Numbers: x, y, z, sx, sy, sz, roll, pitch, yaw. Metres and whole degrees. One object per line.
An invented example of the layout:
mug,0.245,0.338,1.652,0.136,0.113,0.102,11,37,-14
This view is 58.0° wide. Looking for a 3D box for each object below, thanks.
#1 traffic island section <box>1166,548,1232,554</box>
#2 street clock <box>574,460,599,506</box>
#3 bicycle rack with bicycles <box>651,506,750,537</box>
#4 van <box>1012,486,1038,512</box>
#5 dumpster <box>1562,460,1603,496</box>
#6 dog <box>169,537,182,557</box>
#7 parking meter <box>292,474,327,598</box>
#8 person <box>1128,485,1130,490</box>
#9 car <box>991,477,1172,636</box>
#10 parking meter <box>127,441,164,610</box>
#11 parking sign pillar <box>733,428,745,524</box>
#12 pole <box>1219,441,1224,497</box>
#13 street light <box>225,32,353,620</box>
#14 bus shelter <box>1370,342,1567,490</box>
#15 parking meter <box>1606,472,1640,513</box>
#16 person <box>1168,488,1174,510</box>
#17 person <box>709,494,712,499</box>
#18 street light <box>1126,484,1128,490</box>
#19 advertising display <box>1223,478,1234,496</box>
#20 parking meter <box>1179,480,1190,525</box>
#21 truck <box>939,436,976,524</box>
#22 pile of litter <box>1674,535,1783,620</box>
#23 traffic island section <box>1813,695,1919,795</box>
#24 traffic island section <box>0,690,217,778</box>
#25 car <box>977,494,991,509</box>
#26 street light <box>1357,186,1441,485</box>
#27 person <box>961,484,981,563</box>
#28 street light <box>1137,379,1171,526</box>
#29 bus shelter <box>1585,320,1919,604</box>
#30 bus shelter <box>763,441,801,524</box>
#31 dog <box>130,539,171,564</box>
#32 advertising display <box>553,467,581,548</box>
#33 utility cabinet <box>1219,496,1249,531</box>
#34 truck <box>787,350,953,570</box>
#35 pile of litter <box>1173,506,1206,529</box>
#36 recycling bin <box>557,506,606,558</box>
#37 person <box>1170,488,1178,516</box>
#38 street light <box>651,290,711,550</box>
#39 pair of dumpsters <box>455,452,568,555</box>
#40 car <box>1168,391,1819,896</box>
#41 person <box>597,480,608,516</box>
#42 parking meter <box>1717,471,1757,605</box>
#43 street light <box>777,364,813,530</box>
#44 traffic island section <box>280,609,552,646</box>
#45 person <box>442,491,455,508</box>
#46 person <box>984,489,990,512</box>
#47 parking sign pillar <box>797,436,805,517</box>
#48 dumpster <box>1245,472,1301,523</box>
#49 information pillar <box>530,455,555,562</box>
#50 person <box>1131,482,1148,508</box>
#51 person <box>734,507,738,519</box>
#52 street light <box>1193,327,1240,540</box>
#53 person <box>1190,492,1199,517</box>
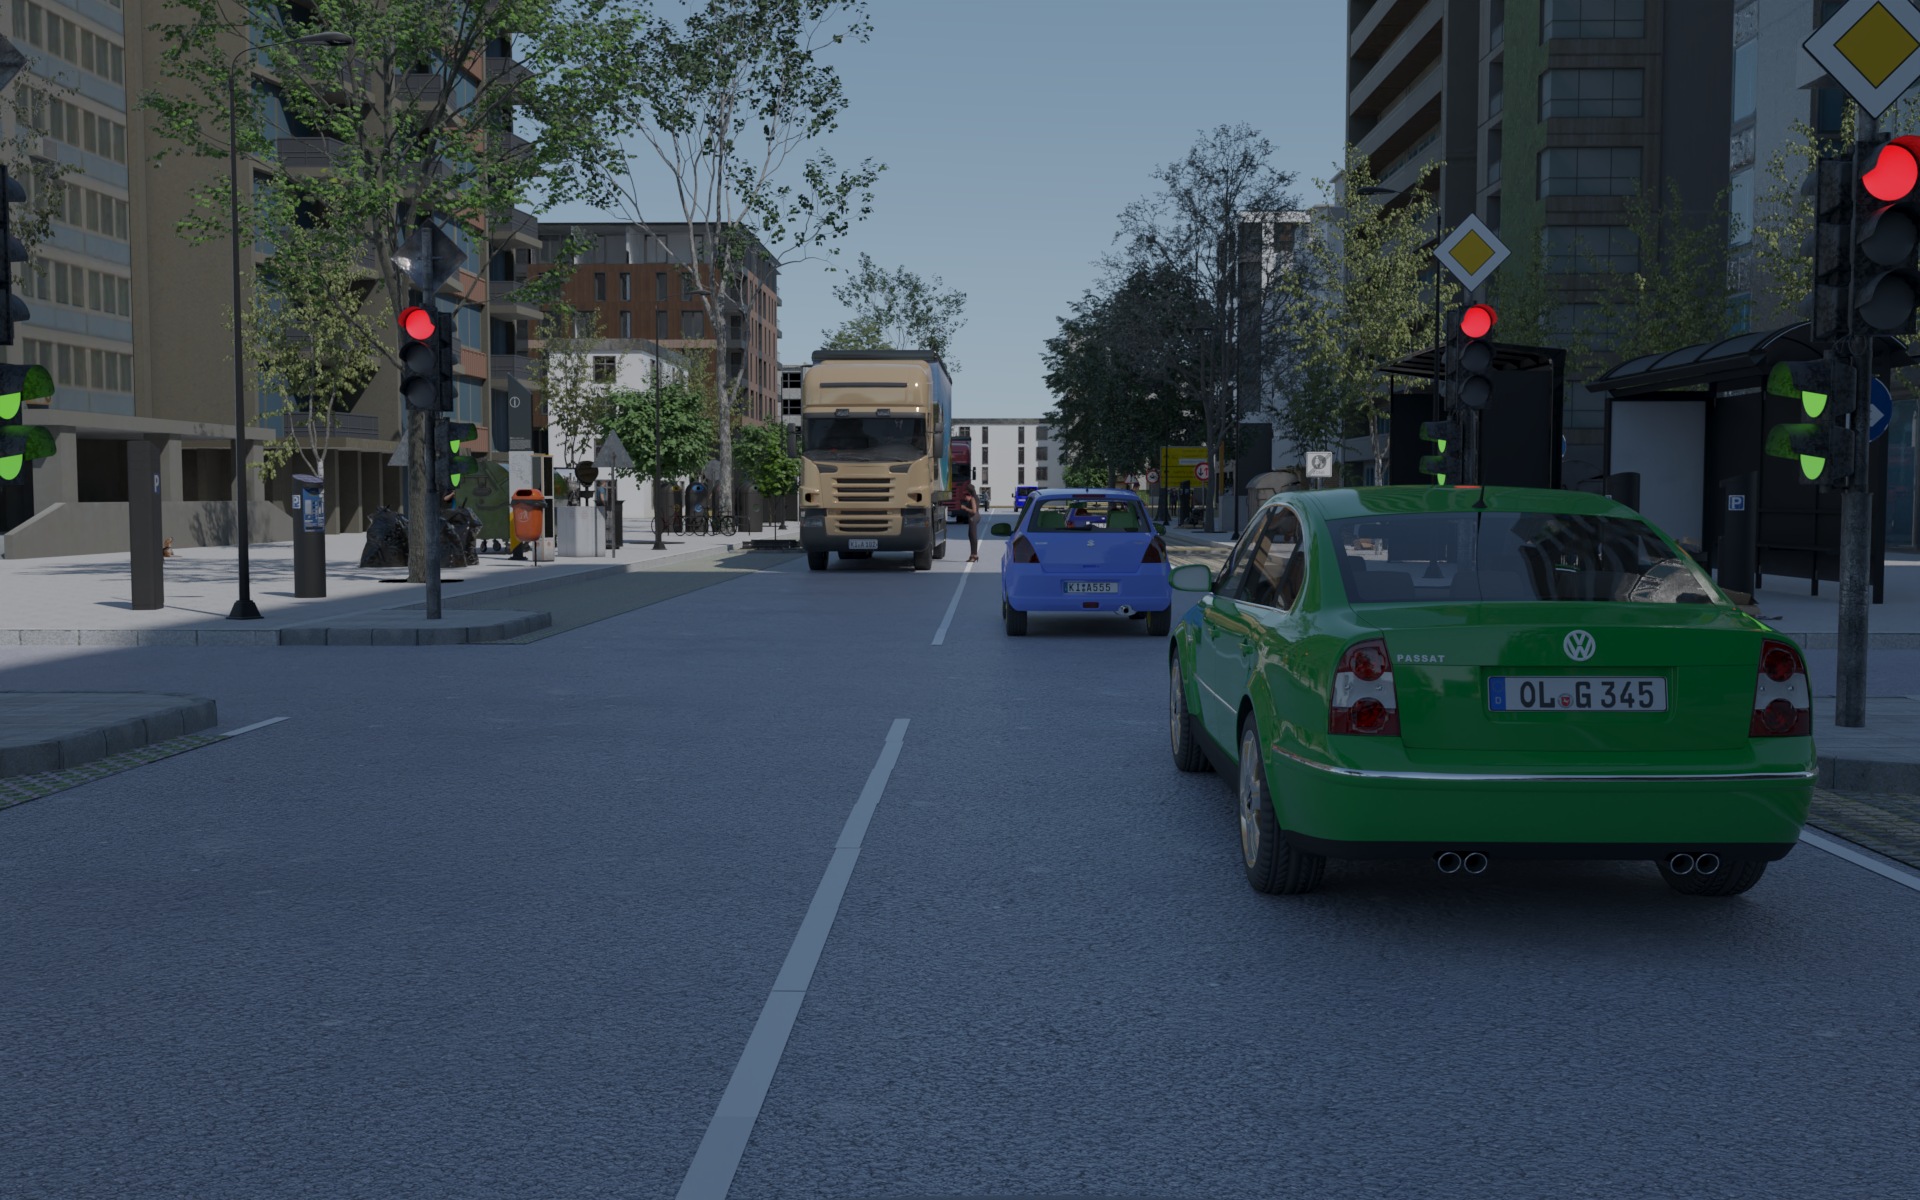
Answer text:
traffic island section,5.700,-1.184,42.222,1.991,0.108,1.994,0,4,1
street clock,-8.057,-2.009,37.414,0.471,2.002,0.358,-2,4,-31
bicycle rack with bicycles,-7.721,-2.434,53.183,2.925,0.926,2.852,3,5,44
van,5.290,-8.206,138.554,2.240,2.365,5.245,0,4,0
dumpster,10.529,-1.515,30.531,1.264,1.857,1.865,0,4,1
dog,-16.174,-1.068,35.190,0.550,0.427,0.748,-3,5,-39
parking meter,-8.060,-0.797,21.450,0.372,1.533,0.369,0,3,0
person,10.101,-5.978,103.727,0.705,1.831,1.348,0,4,3
car,1.304,-0.563,18.796,1.945,1.707,3.694,0,4,0
parking meter,-9.047,-0.828,19.248,0.255,1.863,0.399,-1,4,-9
parking sign pillar,-8.994,-5.080,71.533,1.447,3.967,1.447,0,4,6
pole,10.027,-4.441,66.448,0.158,3.312,0.155,0,3,0
street light,-6.808,-2.756,17.601,1.470,5.913,1.316,0,4,1
bus shelter,8.400,-2.318,29.185,1.731,3.624,6.357,0,4,1
parking meter,7.679,-0.715,20.098,0.372,1.533,0.369,0,3,0
person,17.498,-8.385,143.228,1.350,1.814,0.705,-2,4,-32
person,-18.049,-7.429,128.187,1.217,1.739,0.721,-3,5,-41
street light,8.394,-7.331,92.396,1.470,5.913,1.316,0,4,1
advertising display,10.749,-3.958,69.923,0.123,1.923,0.974,3,4,38
parking meter,9.329,-4.047,71.878,0.399,1.863,0.255,-2,4,-25
truck,-0.687,-5.951,86.212,2.839,4.237,11.283,0,4,0
pile of litter,7.575,-0.224,17.622,1.719,0.858,1.176,0,4,-1
traffic island section,4.945,0.777,9.581,2.009,0.180,2.903,0,4,1
traffic island section,-5.613,0.762,9.830,2.009,0.180,2.903,0,4,1
car,1.974,-9.551,165.949,2.009,1.686,4.222,0,4,2
street light,6.691,-3.288,26.306,1.470,5.913,1.316,0,4,1
person,0.211,-1.611,36.313,0.415,1.643,0.593,-2,4,-32
street light,7.830,-5.972,70.177,1.470,5.913,1.316,0,4,1
bus shelter,10.064,-1.753,22.579,2.014,3.302,5.546,0,4,1
bus shelter,-7.953,-5.261,77.305,1.731,3.624,6.357,0,4,1
dog,-14.958,-0.867,31.917,0.550,0.427,0.748,-2,4,-33
advertising display,-9.472,-2.229,41.660,0.123,1.923,0.974,2,4,26
utility cabinet,9.443,-2.975,59.803,1.020,1.237,0.306,-1,4,-20
truck,-1.586,-2.879,35.980,2.839,4.237,11.283,0,4,2
pile of litter,8.660,-3.028,63.470,1.176,0.858,1.719,-3,5,-44
recycling bin,-7.745,-1.399,35.428,0.722,1.027,0.722,3,5,42
person,12.516,-5.771,101.319,0.541,1.710,0.530,-1,4,-13
street light,-6.366,-4.100,39.581,1.470,5.913,1.316,0,4,1
pair of dumpsters,-9.964,-2.194,38.362,1.574,2.255,4.437,0,4,1
car,1.952,0.076,7.555,1.959,1.807,4.718,0,4,1
person,-12.872,-3.443,62.466,0.434,1.807,0.598,-1,4,-16
parking meter,8.474,-0.641,18.894,0.372,1.533,0.369,0,3,0
street light,-5.844,-5.479,62.127,1.470,5.913,1.316,0,4,1
traffic island section,-5.428,0.273,17.813,2.009,0.180,2.903,0,4,1
person,-12.980,-2.247,44.653,0.662,1.594,0.647,1,4,18
person,2.148,-8.043,139.994,0.705,1.826,1.348,-1,4,-19
parking sign pillar,-7.342,-5.700,81.672,1.447,3.967,1.447,1,4,16
dumpster,8.301,-2.450,45.815,1.264,1.857,1.865,0,4,1
information pillar,-7.881,-1.727,32.721,0.304,2.012,0.304,2,4,31
person,5.121,-2.500,49.828,0.568,1.767,0.683,0,4,8
person,-9.208,-3.789,70.528,0.613,1.512,0.480,-1,4,-9
street light,7.183,-4.630,48.244,1.470,5.913,1.316,0,4,1
person,13.150,-5.408,97.720,0.557,1.426,1.065,-2,4,-24
